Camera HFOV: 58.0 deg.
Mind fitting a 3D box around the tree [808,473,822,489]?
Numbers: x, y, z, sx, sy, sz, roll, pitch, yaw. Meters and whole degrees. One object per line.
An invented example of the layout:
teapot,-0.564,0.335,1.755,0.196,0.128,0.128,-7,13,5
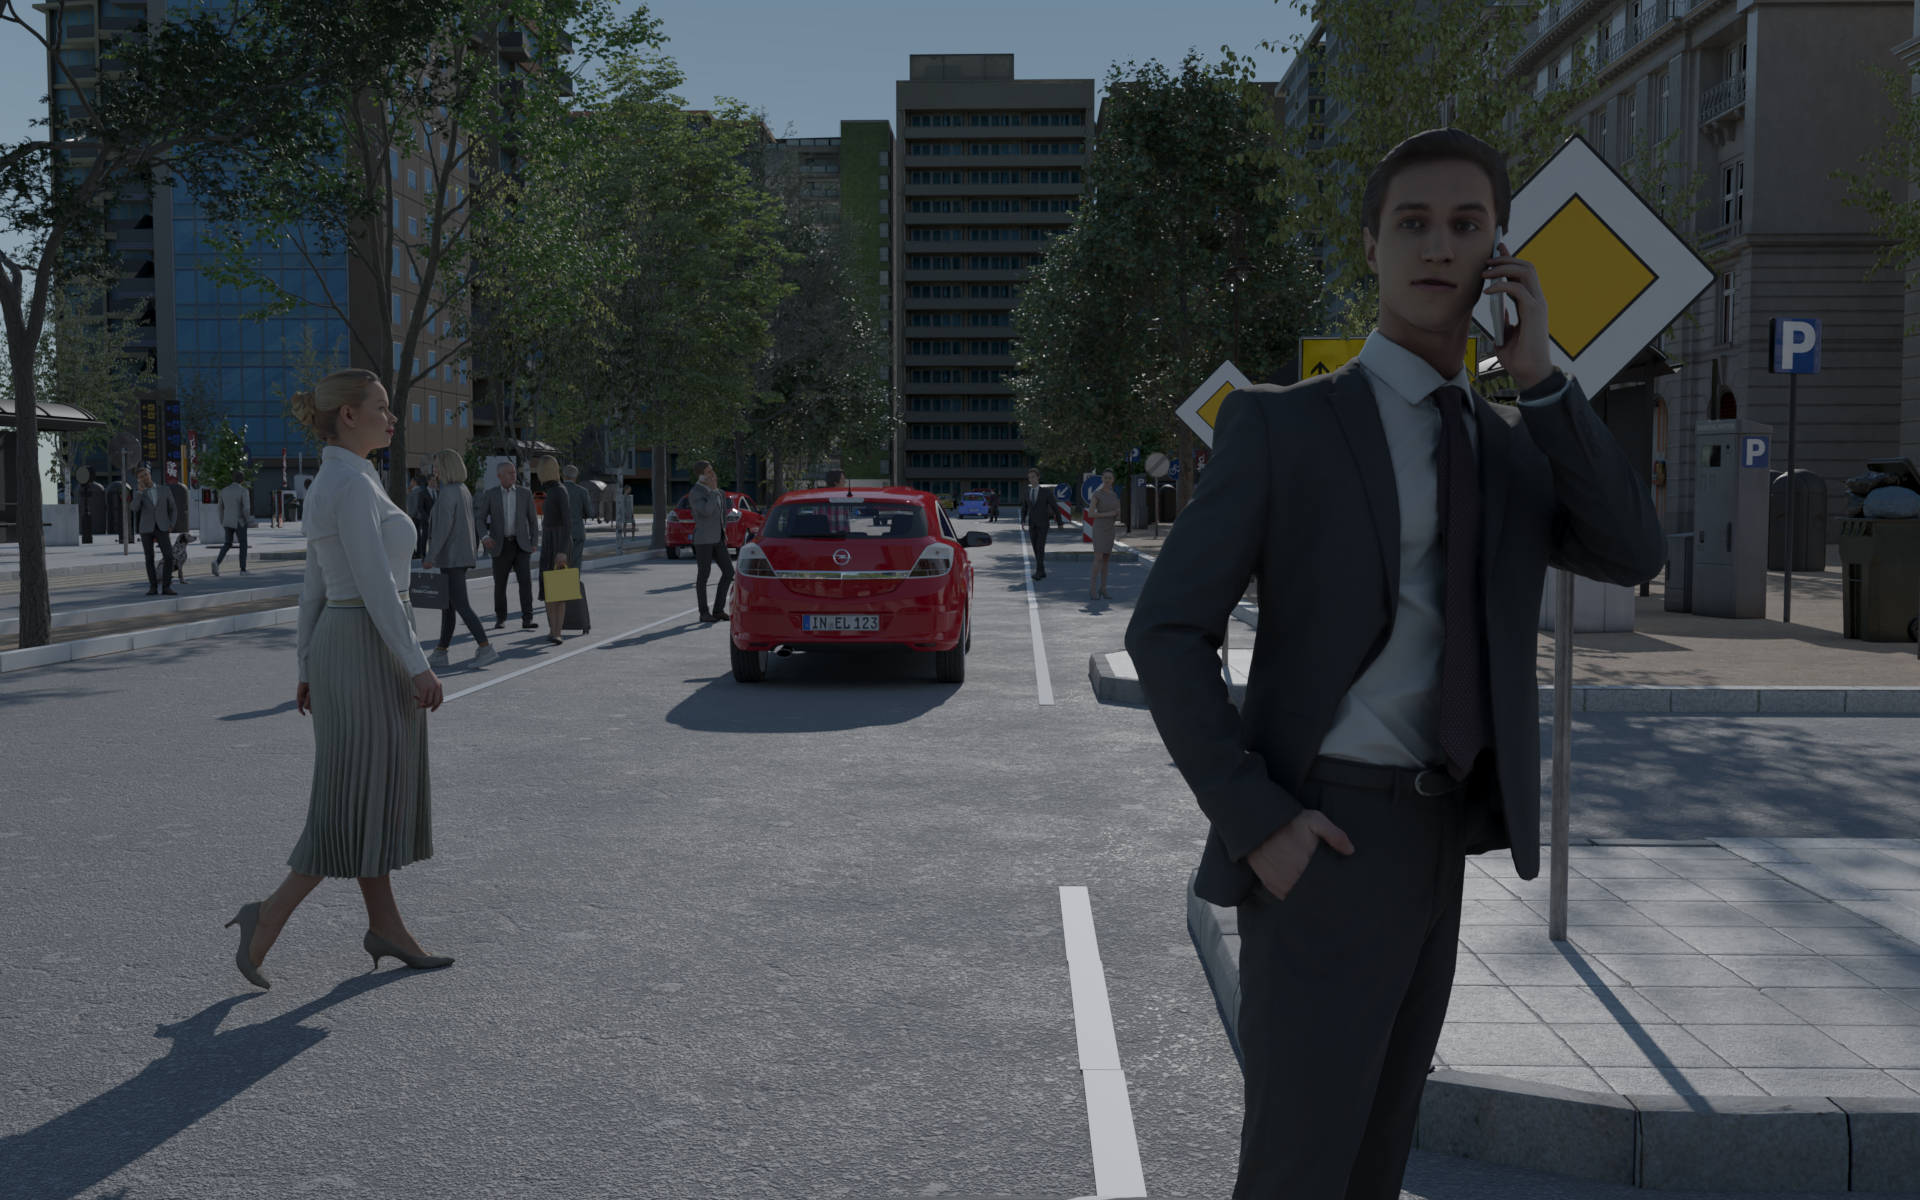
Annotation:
tree,-13.543,-10.190,161.200,1.663,3.219,1.824,0,3,0

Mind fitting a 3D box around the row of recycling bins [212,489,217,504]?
row of recycling bins,-33.805,-4.484,80.428,1.069,1.692,3.534,-3,5,-42

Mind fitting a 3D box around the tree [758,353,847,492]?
tree,-6.974,-7.370,73.311,4.360,8.622,3.978,0,3,0

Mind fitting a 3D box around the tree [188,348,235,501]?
tree,-37.843,-8.272,85.607,4.360,8.622,3.978,0,3,0

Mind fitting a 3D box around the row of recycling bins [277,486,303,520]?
row of recycling bins,-32.422,-4.880,86.901,3.534,1.692,1.069,-1,4,-16

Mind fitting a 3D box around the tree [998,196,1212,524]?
tree,6.577,-10.312,75.250,9.857,13.997,8.962,0,3,0

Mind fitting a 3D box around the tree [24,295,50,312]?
tree,-34.792,-6.988,64.614,4.737,8.622,4.395,0,3,0

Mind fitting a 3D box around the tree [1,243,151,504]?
tree,-25.176,-6.038,49.081,4.360,8.622,3.978,0,3,0

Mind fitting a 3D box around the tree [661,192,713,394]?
tree,-7.650,-5.262,38.849,4.360,8.622,3.978,0,3,0

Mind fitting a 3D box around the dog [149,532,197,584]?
dog,-12.692,-0.664,27.687,0.800,0.831,0.513,1,4,14

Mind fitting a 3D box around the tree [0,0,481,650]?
tree,-8.224,-4.809,15.501,8.767,10.594,7.601,0,4,2

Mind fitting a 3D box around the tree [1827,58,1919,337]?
tree,15.002,-4.577,25.190,4.737,8.622,4.395,0,3,0

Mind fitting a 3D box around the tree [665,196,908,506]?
tree,-6.910,-8.942,65.671,9.611,12.733,9.660,0,3,0

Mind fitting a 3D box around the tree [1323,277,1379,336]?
tree,13.119,-6.580,57.952,4.360,8.622,3.978,0,3,0

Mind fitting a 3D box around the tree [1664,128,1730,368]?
tree,12.964,-5.128,34.200,4.737,8.622,4.395,0,3,0

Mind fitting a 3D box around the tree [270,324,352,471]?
tree,-27.479,-7.604,74.685,4.360,8.622,3.978,0,3,0

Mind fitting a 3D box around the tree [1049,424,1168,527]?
tree,6.675,-5.182,68.447,4.285,4.588,4.351,0,3,0

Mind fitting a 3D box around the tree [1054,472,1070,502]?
tree,7.746,-10.831,127.453,4.737,8.622,4.395,0,3,0

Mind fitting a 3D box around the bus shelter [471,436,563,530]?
bus shelter,-16.244,-4.255,63.486,2.014,3.302,5.546,0,4,2

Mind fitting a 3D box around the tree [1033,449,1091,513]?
tree,8.266,-12.293,119.120,7.486,12.596,7.792,0,3,0

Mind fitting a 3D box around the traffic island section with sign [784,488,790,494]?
traffic island section with sign,-11.603,-6.541,115.574,1.989,1.847,2.006,0,4,2

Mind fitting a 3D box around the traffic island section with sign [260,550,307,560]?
traffic island section with sign,-14.134,-1.820,38.383,1.989,1.847,2.006,0,4,2

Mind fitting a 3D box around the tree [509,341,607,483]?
tree,-17.830,-7.800,77.892,4.737,8.622,4.395,0,3,0

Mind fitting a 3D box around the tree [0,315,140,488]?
tree,-37.524,-7.564,74.033,4.737,8.622,4.395,0,3,0

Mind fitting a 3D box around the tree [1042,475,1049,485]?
tree,9.389,-10.948,162.718,4.285,4.588,4.351,0,3,0

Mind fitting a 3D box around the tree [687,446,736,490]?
tree,-14.929,-7.368,104.173,4.285,4.588,4.351,0,3,0

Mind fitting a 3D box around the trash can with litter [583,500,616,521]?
trash can with litter,-16.786,-4.358,82.303,2.233,1.210,1.678,0,4,1

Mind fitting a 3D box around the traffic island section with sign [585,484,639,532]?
traffic island section with sign,-13.243,-3.481,65.544,1.989,1.847,2.006,0,4,2

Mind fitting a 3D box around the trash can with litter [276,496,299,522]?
trash can with litter,-30.645,-4.120,78.745,0.624,1.170,1.055,3,5,44

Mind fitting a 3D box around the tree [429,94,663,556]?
tree,-7.966,-4.828,31.765,4.360,8.622,3.978,0,3,0

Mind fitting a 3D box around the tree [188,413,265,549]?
tree,-17.309,-2.849,41.188,1.663,3.219,1.824,0,3,0

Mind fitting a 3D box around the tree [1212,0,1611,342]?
tree,4.791,-4.156,18.319,4.737,8.622,4.395,0,3,0

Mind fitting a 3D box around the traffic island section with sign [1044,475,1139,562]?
traffic island section with sign,2.825,-1.770,37.570,1.989,1.847,2.006,0,4,2

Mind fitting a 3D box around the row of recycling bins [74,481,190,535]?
row of recycling bins,-26.707,-2.990,55.999,1.069,1.692,3.534,3,5,40

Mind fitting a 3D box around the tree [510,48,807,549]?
tree,-7.868,-7.594,44.751,7.486,12.596,7.792,0,3,0

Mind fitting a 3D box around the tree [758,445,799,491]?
tree,-13.758,-11.195,133.403,4.737,8.622,4.395,0,3,0

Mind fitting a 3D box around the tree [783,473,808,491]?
tree,-13.550,-8.912,140.316,1.663,3.219,1.824,0,3,0

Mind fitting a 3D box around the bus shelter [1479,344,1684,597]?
bus shelter,7.921,-1.841,24.016,2.014,3.302,5.546,0,4,2

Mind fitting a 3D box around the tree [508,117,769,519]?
tree,-16.364,-14.183,87.773,12.611,20.169,13.585,0,3,0

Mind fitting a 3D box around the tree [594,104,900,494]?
tree,-6.957,-8.667,54.527,12.009,13.543,11.850,0,3,0

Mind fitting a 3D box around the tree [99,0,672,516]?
tree,-7.974,-5.880,24.356,9.928,11.665,9.643,0,3,0

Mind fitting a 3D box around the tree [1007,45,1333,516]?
tree,5.772,-7.812,44.732,9.611,12.733,9.660,0,3,0

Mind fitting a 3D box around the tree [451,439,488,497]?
tree,-16.853,-3.973,59.554,1.663,3.219,1.824,0,3,0

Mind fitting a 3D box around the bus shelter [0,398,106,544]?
bus shelter,-20.134,-2.572,35.975,2.014,3.302,5.546,0,4,2

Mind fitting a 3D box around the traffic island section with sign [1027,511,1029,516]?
traffic island section with sign,5.341,-6.487,114.685,1.989,1.847,2.006,0,4,2
